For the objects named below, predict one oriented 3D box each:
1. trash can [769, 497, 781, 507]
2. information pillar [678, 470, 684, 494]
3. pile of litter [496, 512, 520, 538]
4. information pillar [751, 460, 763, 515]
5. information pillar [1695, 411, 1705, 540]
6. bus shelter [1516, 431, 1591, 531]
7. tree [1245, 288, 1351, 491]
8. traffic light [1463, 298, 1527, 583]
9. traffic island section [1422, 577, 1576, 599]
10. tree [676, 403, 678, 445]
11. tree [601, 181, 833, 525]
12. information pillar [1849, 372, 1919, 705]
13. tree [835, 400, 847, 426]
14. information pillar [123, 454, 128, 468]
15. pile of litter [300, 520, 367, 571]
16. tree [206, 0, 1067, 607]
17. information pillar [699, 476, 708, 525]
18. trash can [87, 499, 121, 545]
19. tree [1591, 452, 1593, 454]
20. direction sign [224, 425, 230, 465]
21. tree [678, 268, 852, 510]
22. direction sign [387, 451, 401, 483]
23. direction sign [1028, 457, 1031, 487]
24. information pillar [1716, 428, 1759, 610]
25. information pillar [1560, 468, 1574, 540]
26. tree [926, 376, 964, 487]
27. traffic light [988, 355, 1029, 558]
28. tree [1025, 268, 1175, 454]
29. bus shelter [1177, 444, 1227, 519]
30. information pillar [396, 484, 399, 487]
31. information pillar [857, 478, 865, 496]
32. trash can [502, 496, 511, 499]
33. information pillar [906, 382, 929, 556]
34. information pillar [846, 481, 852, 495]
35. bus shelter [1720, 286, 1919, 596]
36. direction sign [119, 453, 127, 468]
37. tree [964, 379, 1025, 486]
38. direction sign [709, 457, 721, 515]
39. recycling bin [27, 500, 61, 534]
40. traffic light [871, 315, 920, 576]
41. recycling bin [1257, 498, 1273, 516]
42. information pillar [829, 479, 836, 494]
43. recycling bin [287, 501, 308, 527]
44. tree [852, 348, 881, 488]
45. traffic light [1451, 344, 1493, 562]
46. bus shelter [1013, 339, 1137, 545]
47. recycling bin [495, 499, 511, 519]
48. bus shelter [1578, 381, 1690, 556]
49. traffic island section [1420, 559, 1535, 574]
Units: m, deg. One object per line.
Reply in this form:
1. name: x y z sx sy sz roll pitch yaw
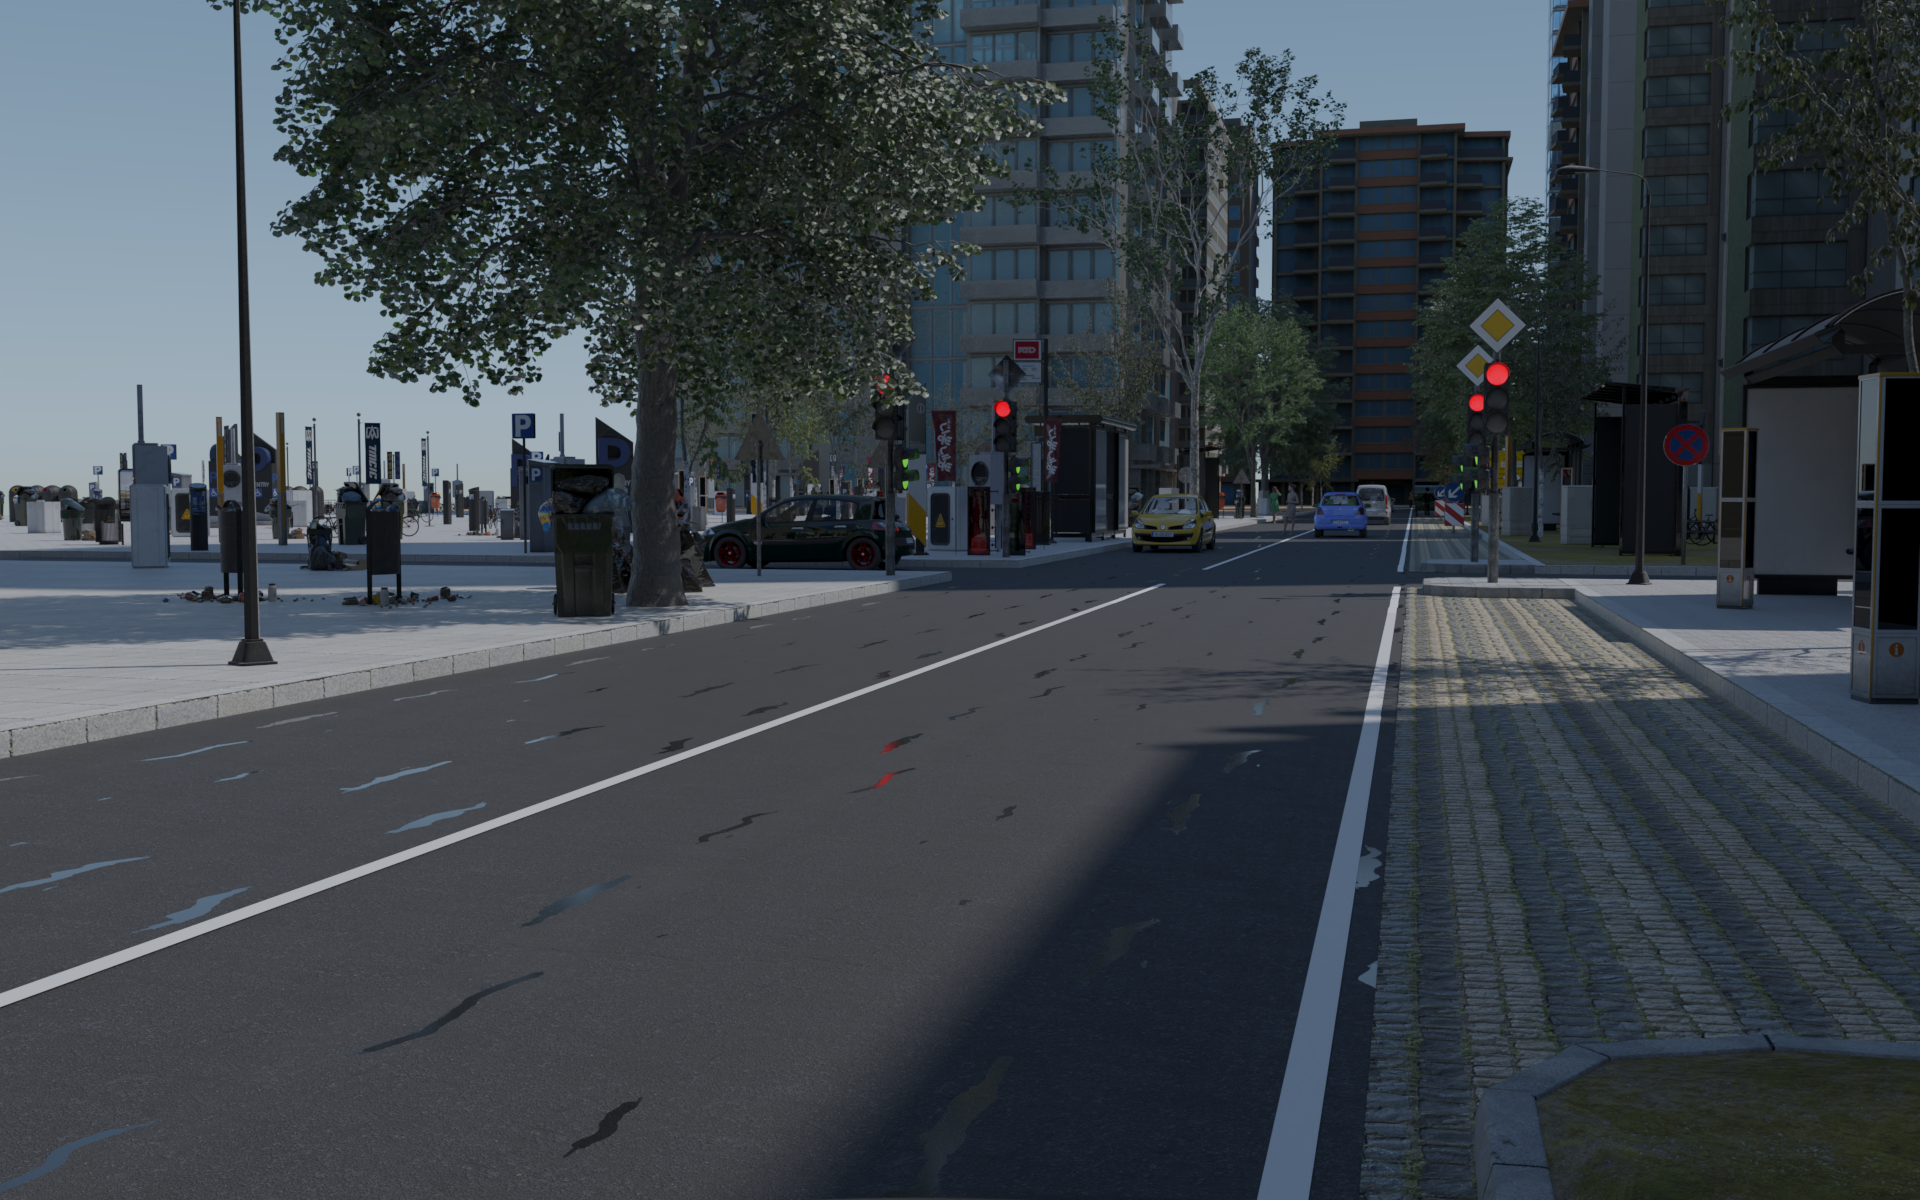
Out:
1. trash can: -8.933 -4.375 83.184 0.748 1.137 0.748 0 3 0
2. information pillar: -8.319 -2.914 52.137 0.304 2.012 0.304 0 4 -6
3. pile of litter: -12.947 -2.250 50.758 1.176 0.858 1.719 -2 4 -32
4. information pillar: -8.122 -4.770 69.336 0.504 3.616 0.183 0 4 0
5. information pillar: 20.776 -3.500 48.579 0.183 3.616 0.504 2 4 30
6. bus shelter: 19.736 -3.910 57.860 2.014 3.302 5.546 1 4 15
7. tree: 18.936 -12.227 106.566 9.857 13.997 8.962 0 3 0
8. traffic light: 7.688 -2.203 24.942 0.839 4.253 0.868 1 4 15
9. traffic island section: 7.724 -0.169 25.046 2.009 0.180 2.903 1 4 15
10. tree: -13.043 -8.251 85.261 4.360 8.622 3.978 0 3 0
11. tree: -5.936 -5.420 38.972 4.737 8.622 4.395 0 3 0
12. information pillar: 5.708 -0.376 10.637 0.304 2.012 0.304 0 4 4
13. tree: -7.454 -7.848 78.673 4.737 8.622 4.395 0 3 0
14. information pillar: -48.559 -6.691 100.754 0.504 3.616 0.183 3 4 37
15. pile of litter: -10.668 -0.952 29.535 1.176 0.858 1.719 -1 4 -14
16. tree: -3.449 -6.911 19.653 9.857 13.997 8.962 0 3 0
17. information pillar: -10.621 -4.111 71.705 0.304 2.012 0.304 0 4 3
18. trash can: -21.645 -1.979 44.013 0.748 1.137 0.748 0 3 0
19. tree: 29.508 -5.652 76.118 4.285 4.588 4.351 0 3 0
20. direction sign: -24.258 -3.998 57.364 0.379 3.537 0.876 -2 4 -31
21. tree: -6.213 -6.443 55.700 4.360 8.622 3.978 0 3 0
22. direction sign: -30.075 -6.118 92.030 0.876 3.537 0.379 2 4 24
23. direction sign: 4.371 -7.008 106.581 0.379 3.537 0.876 -1 4 -21
24. information pillar: 8.691 -0.910 19.368 0.304 2.012 0.304 -3 5 -43
25. information pillar: 17.061 -2.704 48.709 0.304 2.012 0.304 2 4 23
26. tree: -0.169 -9.680 108.635 4.360 8.622 3.978 0 3 0
27. traffic light: 0.946 -2.815 34.943 0.839 4.253 0.868 1 4 15
28. tree: 5.065 -6.498 56.602 4.360 8.622 3.978 0 3 0
29. bus shelter: 11.876 -5.727 84.912 1.731 3.624 6.357 1 4 15
30. information pillar: -39.660 -7.189 122.033 0.304 2.012 0.304 -1 4 -9
31. information pillar: -4.664 -4.717 81.618 0.304 2.012 0.304 1 4 11
32. trash can: -29.242 -6.138 112.003 0.748 1.137 0.748 0 3 0
33. information pillar: -0.900 -2.739 36.139 0.504 3.616 0.183 -3 5 -41
34. information pillar: -6.182 -5.616 96.318 0.304 2.012 0.304 0 4 4
35. bus shelter: 10.068 -1.564 19.492 2.014 3.302 5.546 1 4 15
36. direction sign: -45.794 -6.292 94.870 0.876 3.537 0.379 3 5 42
37. tree: 3.038 -9.072 98.688 4.360 8.622 3.978 0 3 0
38. direction sign: -15.023 -6.981 106.129 0.379 3.537 0.876 3 5 45
39. recycling bin: -29.971 -2.698 56.668 0.722 1.027 0.722 1 4 17
40. traffic light: -1.081 -2.342 27.219 0.839 4.253 0.868 1 4 15
41. recycling bin: 18.327 -5.596 104.053 0.722 1.027 0.722 3 5 43
42. information pillar: -6.105 -4.825 83.386 0.304 2.012 0.304 1 4 16
43. recycling bin: -25.817 -3.353 67.382 0.722 1.027 0.722 -2 4 -29
44. tree: -4.639 -7.151 67.274 4.360 8.622 3.978 0 3 0
45. traffic light: 9.715 -2.676 32.667 0.839 4.253 0.868 1 4 15
46. bus shelter: 3.087 -4.260 47.279 2.179 5.291 8.768 1 4 15
47. recycling bin: -23.605 -4.721 89.746 0.722 1.027 0.722 1 4 14
48. bus shelter: 14.990 -2.905 38.772 1.731 3.624 6.357 1 4 15
49. traffic island section: 9.751 -0.642 32.771 2.009 0.180 2.903 1 4 15
